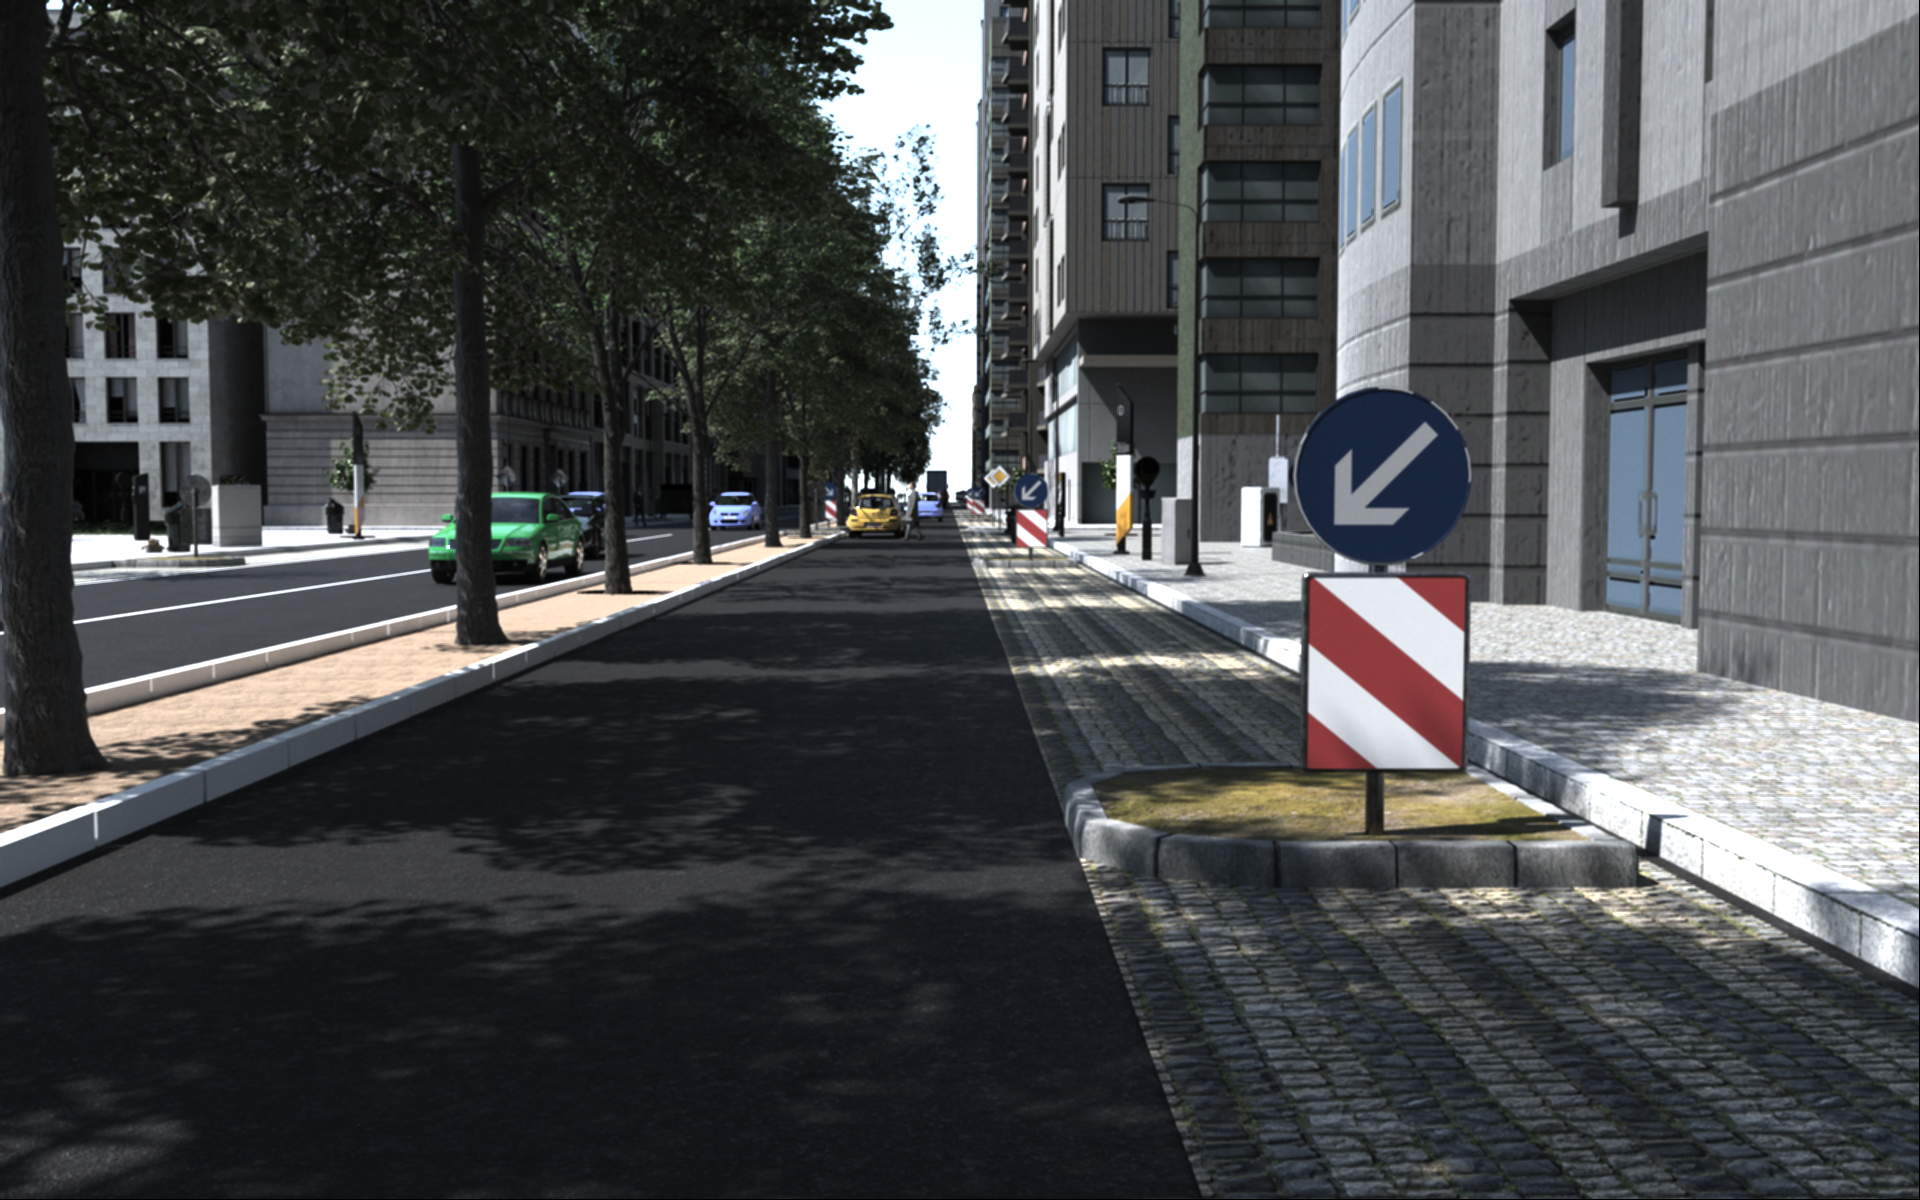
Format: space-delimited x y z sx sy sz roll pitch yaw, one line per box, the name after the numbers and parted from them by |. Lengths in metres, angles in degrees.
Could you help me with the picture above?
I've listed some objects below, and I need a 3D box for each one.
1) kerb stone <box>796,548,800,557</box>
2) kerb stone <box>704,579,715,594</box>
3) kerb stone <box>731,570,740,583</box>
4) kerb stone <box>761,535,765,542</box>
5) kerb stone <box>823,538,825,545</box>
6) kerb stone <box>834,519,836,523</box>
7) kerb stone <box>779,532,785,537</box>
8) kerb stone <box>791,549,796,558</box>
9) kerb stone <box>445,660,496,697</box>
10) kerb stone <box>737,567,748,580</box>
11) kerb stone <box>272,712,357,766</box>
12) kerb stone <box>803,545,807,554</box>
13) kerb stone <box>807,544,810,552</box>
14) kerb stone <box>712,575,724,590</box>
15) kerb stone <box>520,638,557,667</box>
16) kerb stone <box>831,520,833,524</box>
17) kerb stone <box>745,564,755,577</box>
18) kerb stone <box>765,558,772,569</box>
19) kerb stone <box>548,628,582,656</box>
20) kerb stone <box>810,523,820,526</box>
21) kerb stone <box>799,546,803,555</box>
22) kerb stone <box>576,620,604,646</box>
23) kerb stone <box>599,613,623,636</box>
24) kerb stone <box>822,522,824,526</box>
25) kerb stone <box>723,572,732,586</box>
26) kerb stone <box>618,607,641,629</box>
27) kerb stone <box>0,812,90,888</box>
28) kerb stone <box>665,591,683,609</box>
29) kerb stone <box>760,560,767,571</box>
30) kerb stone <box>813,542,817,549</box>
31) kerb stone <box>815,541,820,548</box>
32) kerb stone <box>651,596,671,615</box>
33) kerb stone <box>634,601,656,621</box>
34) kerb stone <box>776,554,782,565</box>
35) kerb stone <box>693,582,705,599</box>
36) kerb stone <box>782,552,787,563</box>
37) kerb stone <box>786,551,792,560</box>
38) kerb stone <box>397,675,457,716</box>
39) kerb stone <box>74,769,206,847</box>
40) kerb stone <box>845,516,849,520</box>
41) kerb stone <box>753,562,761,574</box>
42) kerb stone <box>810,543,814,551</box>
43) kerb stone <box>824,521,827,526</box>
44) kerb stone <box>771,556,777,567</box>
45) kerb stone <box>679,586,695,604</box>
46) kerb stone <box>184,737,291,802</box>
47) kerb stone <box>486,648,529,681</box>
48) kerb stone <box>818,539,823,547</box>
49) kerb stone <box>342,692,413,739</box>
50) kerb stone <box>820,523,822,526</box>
-3.801 -1.040 39.319 0.120 0.150 1.000 0 4 0 | kerb stone
-3.699 -0.169 24.965 0.120 0.150 1.000 0 4 0 | kerb stone
-3.721 -0.354 28.035 0.120 0.150 1.000 0 4 0 | kerb stone
-5.991 -1.793 51.569 0.120 0.150 1.000 0 4 0 | kerb stone
-3.860 -1.548 47.498 0.120 0.150 1.000 0 4 0 | kerb stone
-6.228 -3.767 83.900 0.120 0.150 1.000 0 4 0 | kerb stone
-6.045 -2.236 58.752 0.120 0.150 1.000 0 4 0 | kerb stone
-3.786 -0.984 38.291 0.120 0.150 1.000 0 4 0 | kerb stone
-3.605 0.584 12.663 0.120 0.150 1.000 0 4 0 | kerb stone
-3.723 -0.420 29.062 0.120 0.150 1.000 0 4 0 | kerb stone
-3.580 0.772 9.580 0.120 0.150 1.000 0 4 0 | kerb stone
-3.814 -1.172 41.363 0.120 0.150 1.000 0 4 0 | kerb stone
-3.828 -1.235 42.386 0.120 0.150 1.000 0 4 0 | kerb stone
-3.698 -0.232 25.990 0.120 0.150 1.000 0 4 0 | kerb stone
-3.622 0.457 14.716 0.120 0.150 1.000 0 4 0 | kerb stone
-6.214 -3.642 81.848 0.120 0.150 1.000 0 4 0 | kerb stone
-3.729 -0.482 30.084 0.120 0.150 1.000 0 4 0 | kerb stone
-3.752 -0.668 33.155 0.120 0.150 1.000 0 4 0 | kerb stone
-3.626 0.395 15.743 0.120 0.150 1.000 0 4 0 | kerb stone
-6.157 -3.145 73.624 0.120 0.150 1.000 0 4 0 | kerb stone
-3.810 -1.110 40.341 0.120 0.150 1.000 0 4 0 | kerb stone
-3.629 0.332 16.765 0.120 0.150 1.000 0 4 0 | kerb stone
-3.644 0.273 17.790 0.120 0.150 1.000 0 4 0 | kerb stone
-6.168 -3.271 75.671 0.120 0.150 1.000 0 4 0 | kerb stone
-3.712 -0.295 27.012 0.120 0.150 1.000 0 4 0 | kerb stone
-3.646 0.207 18.812 0.120 0.150 1.000 0 4 0 | kerb stone
-3.555 0.960 6.501 0.120 0.150 1.000 0 4 0 | kerb stone
-3.670 0.018 21.896 0.120 0.150 1.000 0 4 0 | kerb stone
-3.741 -0.605 32.132 0.120 0.150 1.000 0 4 0 | kerb stone
-3.838 -1.360 44.430 0.120 0.150 1.000 0 4 0 | kerb stone
-3.843 -1.420 45.454 0.120 0.150 1.000 0 4 0 | kerb stone
-3.658 0.081 20.874 0.120 0.150 1.000 0 4 0 | kerb stone
-3.655 0.144 19.845 0.120 0.150 1.000 0 4 0 | kerb stone
-3.770 -0.796 35.203 0.120 0.150 1.000 0 4 0 | kerb stone
-3.685 -0.107 23.942 0.120 0.150 1.000 0 4 0 | kerb stone
-3.773 -0.859 36.235 0.120 0.150 1.000 0 4 0 | kerb stone
-3.781 -0.917 37.264 0.120 0.150 1.000 0 4 0 | kerb stone
-3.598 0.646 11.634 0.120 0.150 1.000 0 4 0 | kerb stone
-3.565 0.900 7.530 0.120 0.150 1.000 0 4 0 | kerb stone
-6.339 -4.714 99.267 0.120 0.150 1.000 0 4 0 | kerb stone
-3.743 -0.545 31.110 0.120 0.150 1.000 0 4 0 | kerb stone
-3.834 -1.293 43.408 0.120 0.150 1.000 0 4 0 | kerb stone
-6.185 -3.397 77.729 0.120 0.150 1.000 0 4 0 | kerb stone
-3.762 -0.733 34.177 0.120 0.150 1.000 0 4 0 | kerb stone
-3.676 -0.044 22.919 0.120 0.150 1.000 0 4 0 | kerb stone
-3.568 0.834 8.552 0.120 0.150 1.000 0 4 0 | kerb stone
-3.613 0.520 13.693 0.120 0.150 1.000 0 4 0 | kerb stone
-3.846 -1.485 46.476 0.120 0.150 1.000 0 4 0 | kerb stone
-3.586 0.708 10.612 0.120 0.150 1.000 0 4 0 | kerb stone
-6.164 -3.208 74.649 0.120 0.150 1.000 0 4 0 | kerb stone
